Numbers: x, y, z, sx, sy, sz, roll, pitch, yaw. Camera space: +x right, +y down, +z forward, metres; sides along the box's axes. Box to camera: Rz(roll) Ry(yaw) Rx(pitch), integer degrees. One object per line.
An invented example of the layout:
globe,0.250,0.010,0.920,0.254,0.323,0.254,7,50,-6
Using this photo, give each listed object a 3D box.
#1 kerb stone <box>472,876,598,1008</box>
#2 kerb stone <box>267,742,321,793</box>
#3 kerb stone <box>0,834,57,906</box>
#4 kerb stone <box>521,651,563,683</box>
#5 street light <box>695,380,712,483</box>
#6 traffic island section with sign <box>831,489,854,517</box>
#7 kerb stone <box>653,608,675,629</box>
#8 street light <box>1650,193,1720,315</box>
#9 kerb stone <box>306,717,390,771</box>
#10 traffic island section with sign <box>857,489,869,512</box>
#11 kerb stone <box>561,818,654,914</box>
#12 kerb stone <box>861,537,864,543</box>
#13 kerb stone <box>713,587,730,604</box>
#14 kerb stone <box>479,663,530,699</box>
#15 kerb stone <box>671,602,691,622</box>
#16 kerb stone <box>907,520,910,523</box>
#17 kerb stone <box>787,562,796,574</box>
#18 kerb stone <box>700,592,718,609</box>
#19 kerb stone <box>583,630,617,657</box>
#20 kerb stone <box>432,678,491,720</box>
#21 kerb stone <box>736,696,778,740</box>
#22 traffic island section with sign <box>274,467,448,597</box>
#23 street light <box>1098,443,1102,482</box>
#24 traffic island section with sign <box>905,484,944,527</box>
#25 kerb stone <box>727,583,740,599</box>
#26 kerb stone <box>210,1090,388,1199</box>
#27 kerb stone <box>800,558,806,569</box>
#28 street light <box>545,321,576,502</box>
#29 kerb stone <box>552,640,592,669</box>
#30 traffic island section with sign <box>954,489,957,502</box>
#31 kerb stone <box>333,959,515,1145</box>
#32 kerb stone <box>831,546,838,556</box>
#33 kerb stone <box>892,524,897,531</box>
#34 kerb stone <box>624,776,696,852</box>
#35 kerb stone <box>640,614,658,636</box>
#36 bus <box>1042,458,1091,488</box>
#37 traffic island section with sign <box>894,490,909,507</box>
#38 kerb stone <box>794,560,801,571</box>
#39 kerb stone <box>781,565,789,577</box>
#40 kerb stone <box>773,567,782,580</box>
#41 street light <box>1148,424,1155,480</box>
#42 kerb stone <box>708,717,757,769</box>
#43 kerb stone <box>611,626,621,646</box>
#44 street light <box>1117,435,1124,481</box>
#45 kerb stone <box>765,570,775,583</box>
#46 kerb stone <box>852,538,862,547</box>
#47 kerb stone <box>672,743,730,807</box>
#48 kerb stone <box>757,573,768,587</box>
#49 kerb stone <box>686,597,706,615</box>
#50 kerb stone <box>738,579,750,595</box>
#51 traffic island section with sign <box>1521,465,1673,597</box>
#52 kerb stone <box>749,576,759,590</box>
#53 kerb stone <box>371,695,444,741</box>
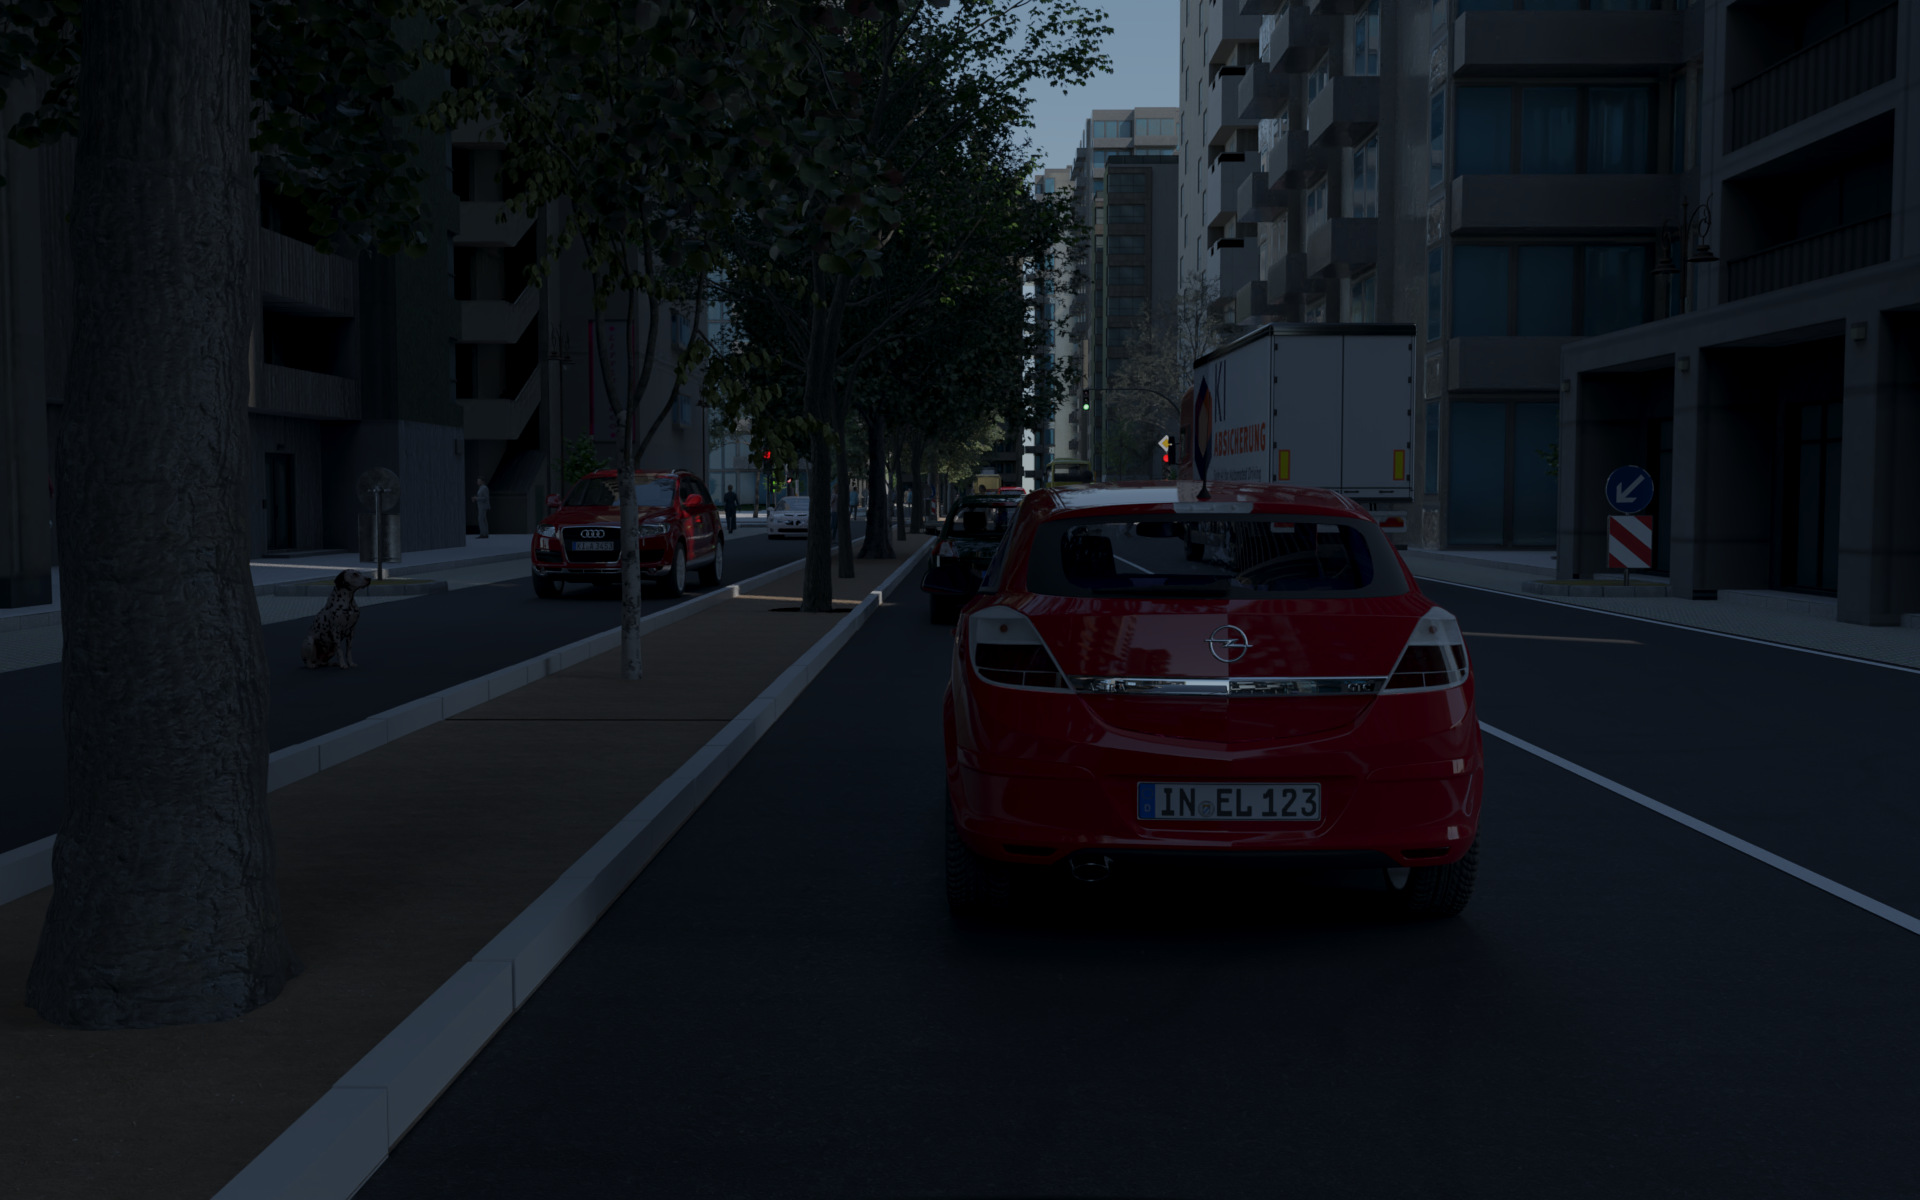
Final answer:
kerb stone,-1.283,1.034,5.286,0.120,0.150,1.000,0,4,1
kerb stone,-3.351,0.846,8.372,0.120,0.150,1.000,0,4,1
kerb stone,-3.373,0.978,6.329,0.120,0.150,1.000,0,4,1
kerb stone,-3.297,0.538,13.502,0.120,0.150,1.000,0,4,1
street light,-10.369,-5.952,70.095,0.468,5.910,1.993,0,4,1
traffic island section with sign,-7.602,-6.042,107.407,1.989,1.847,2.006,0,4,1
kerb stone,-3.237,0.220,18.624,0.120,0.150,1.000,0,4,1
street light,11.228,-3.314,26.979,0.468,5.910,1.993,0,4,1
kerb stone,-3.339,0.788,9.396,0.120,0.150,1.000,0,4,1
traffic island section with sign,-7.293,-7.712,134.725,1.989,1.847,2.006,0,4,1
kerb stone,-1.278,0.974,6.311,0.120,0.150,1.000,0,4,1
kerb stone,-2.892,-1.662,49.367,0.120,0.150,1.000,0,4,1
kerb stone,-3.188,-0.033,22.728,0.120,0.150,1.000,0,4,1
kerb stone,-3.304,0.598,12.461,0.120,0.150,1.000,0,4,1
kerb stone,-3.222,0.159,19.646,0.120,0.150,1.000,0,4,1
kerb stone,-2.457,-4.016,87.862,0.120,0.150,1.000,0,4,1
kerb stone,-3.094,-0.535,30.938,0.120,0.150,1.000,0,4,1
kerb stone,-3.202,0.032,21.699,0.120,0.150,1.000,0,4,1
kerb stone,-3.265,0.407,15.547,0.120,0.150,1.000,0,4,1
kerb stone,-3.317,0.658,11.439,0.120,0.150,1.000,0,4,1
kerb stone,-1.229,0.725,10.400,0.120,0.150,1.000,0,4,1
traffic island section with sign,-8.531,-1.001,24.990,1.989,1.847,2.006,0,4,1
street light,12.711,-11.257,156.841,0.468,5.910,1.993,0,4,1
traffic island section with sign,-1.545,-4.086,74.950,2.006,1.907,1.989,0,4,1
kerb stone,-3.176,-0.093,23.754,0.120,0.150,1.000,0,4,1
kerb stone,-1.302,1.159,3.241,0.120,0.150,1.000,0,4,1
kerb stone,-3.075,-0.660,32.984,0.120,0.150,1.000,0,4,1
street light,-10.648,-4.497,46.318,0.468,5.910,1.993,0,4,1
kerb stone,-3.282,0.471,14.525,0.120,0.150,1.000,0,4,1
traffic island section with sign,-0.613,-9.135,157.490,2.006,1.907,1.989,0,4,1
kerb stone,-1.297,1.099,4.264,0.120,0.150,1.000,0,4,1
kerb stone,-2.981,-1.161,41.175,0.120,0.150,1.000,0,4,1
kerb stone,-2.637,-3.036,71.900,0.120,0.150,1.000,0,4,1
kerb stone,-1.270,0.912,7.332,0.120,0.150,1.000,0,4,1
kerb stone,-3.249,0.281,17.597,0.120,0.150,1.000,0,4,1
bus,7.170,-7.626,116.229,2.896,3.916,12.252,0,4,1
traffic island section with sign,-6.725,-10.795,185.122,1.989,1.847,2.006,0,4,1
kerb stone,-3.086,-0.597,31.959,0.120,0.150,1.000,0,4,1
kerb stone,-3.110,-0.472,29.916,0.120,0.150,1.000,0,4,1
kerb stone,-3.121,-0.407,28.887,0.120,0.150,1.000,0,4,1
street light,12.238,-8.422,110.485,0.468,5.910,1.993,0,4,1
kerb stone,-1.241,0.788,9.378,0.120,0.150,1.000,0,4,1
kerb stone,-3.254,0.349,16.569,0.120,0.150,1.000,0,4,1
street light,12.418,-9.853,133.881,0.468,5.910,1.993,0,4,1
kerb stone,-3.130,-0.346,27.853,0.120,0.150,1.000,0,4,1
kerb stone,-2.903,-1.599,48.344,0.120,0.150,1.000,0,4,1
kerb stone,-1.253,0.851,8.354,0.120,0.150,1.000,0,4,1
kerb stone,-3.140,-0.282,26.831,0.120,0.150,1.000,0,4,1
kerb stone,-3.207,0.093,20.671,0.120,0.150,1.000,0,4,1
kerb stone,-3.164,-0.158,24.776,0.120,0.150,1.000,0,4,1
traffic island section with sign,9.185,-0.989,24.792,1.989,1.847,2.006,0,4,1
kerb stone,-3.156,-0.221,25.802,0.120,0.150,1.000,0,4,1
kerb stone,-3.332,0.720,10.418,0.120,0.150,1.000,0,4,1
